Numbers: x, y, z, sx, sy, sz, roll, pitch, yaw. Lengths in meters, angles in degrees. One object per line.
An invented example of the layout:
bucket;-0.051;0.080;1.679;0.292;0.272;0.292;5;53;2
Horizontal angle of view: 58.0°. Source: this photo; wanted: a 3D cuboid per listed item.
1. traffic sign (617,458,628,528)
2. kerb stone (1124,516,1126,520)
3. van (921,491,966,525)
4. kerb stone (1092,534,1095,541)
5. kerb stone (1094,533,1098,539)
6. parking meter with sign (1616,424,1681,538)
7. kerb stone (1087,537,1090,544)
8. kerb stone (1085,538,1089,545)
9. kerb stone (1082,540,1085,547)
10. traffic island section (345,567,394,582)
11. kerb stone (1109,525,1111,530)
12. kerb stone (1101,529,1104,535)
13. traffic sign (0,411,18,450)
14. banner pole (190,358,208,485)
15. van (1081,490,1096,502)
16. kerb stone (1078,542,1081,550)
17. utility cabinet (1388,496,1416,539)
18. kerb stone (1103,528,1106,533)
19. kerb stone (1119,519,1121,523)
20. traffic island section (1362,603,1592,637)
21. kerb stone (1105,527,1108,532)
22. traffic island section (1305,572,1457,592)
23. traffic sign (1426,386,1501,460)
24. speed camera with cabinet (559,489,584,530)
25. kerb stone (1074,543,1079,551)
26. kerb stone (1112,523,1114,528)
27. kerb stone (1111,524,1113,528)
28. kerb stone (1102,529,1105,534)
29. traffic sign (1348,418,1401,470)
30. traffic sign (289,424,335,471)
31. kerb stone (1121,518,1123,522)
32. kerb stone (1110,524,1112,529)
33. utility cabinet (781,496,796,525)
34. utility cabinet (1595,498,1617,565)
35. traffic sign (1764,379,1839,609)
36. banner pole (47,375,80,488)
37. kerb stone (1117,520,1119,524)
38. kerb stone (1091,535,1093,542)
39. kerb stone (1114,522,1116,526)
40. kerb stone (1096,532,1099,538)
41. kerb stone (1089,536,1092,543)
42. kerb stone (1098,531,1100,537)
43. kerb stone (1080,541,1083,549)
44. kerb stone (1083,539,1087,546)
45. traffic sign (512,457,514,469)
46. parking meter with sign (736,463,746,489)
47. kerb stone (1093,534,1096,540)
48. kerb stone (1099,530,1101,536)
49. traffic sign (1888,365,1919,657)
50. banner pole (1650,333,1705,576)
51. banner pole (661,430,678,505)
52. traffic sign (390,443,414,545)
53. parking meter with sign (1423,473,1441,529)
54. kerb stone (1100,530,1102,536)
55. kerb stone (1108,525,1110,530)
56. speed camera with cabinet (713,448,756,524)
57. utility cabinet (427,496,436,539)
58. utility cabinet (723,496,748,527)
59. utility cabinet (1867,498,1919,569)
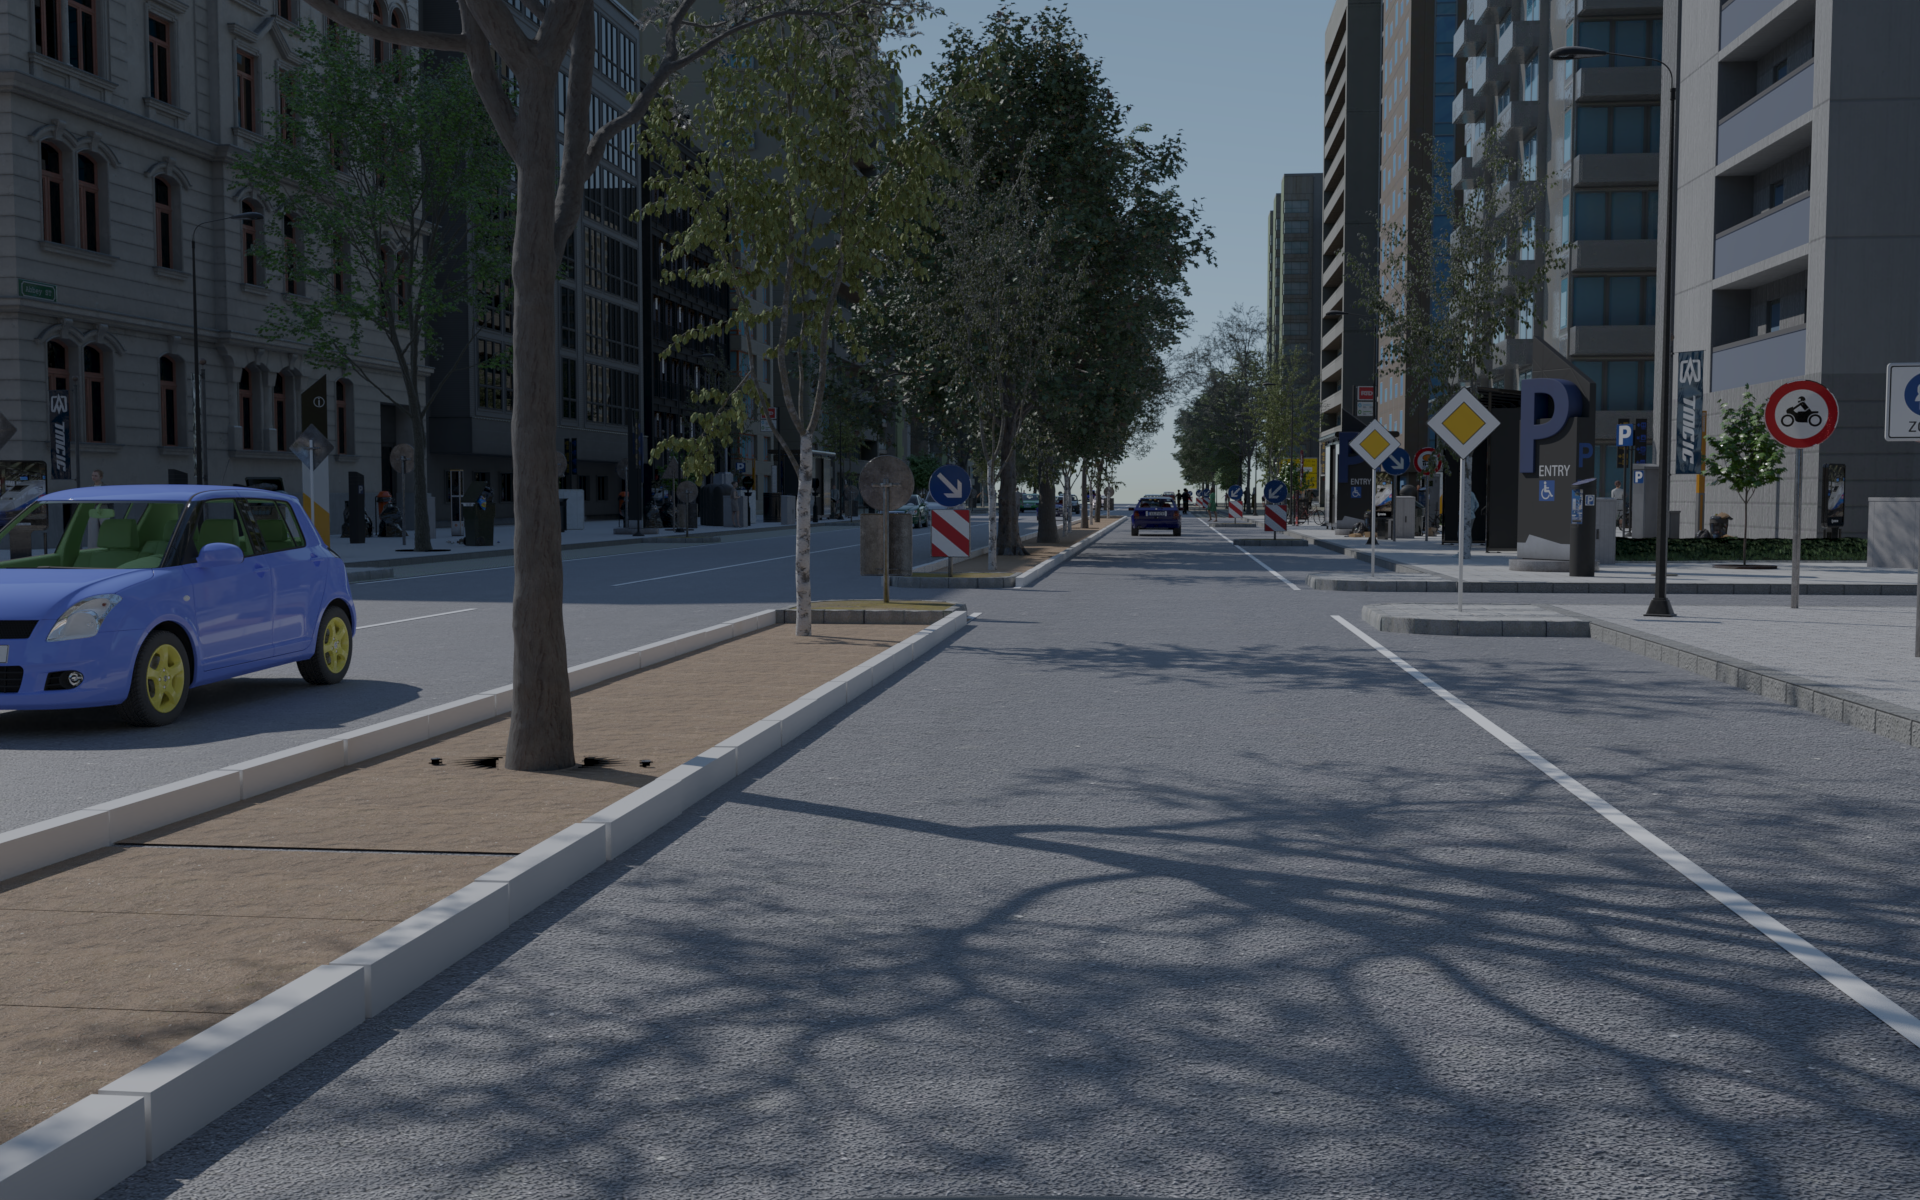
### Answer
traffic sign;-11.731;-3.720;60.931;0.768;2.556;0.104;1;4;13
kerb stone;8.544;-4.225;91.298;0.120;0.150;1.000;0;4;7
van;-0.763;-4.489;80.402;2.013;2.044;4.112;1;4;8
kerb stone;3.859;-1.792;51.571;0.120;0.150;1.000;0;4;7
kerb stone;4.099;-1.919;53.601;0.120;0.150;1.000;0;4;7
parking meter with sign;17.341;-2.892;43.552;1.738;3.016;0.543;-2;4;-24
kerb stone;3.493;-1.610;48.521;0.120;0.150;1.000;0;4;7
kerb stone;3.374;-1.545;47.497;0.120;0.150;1.000;0;4;7
kerb stone;3.135;-1.423;45.460;0.120;0.150;1.000;0;4;7
traffic island section;-10.788;-0.402;28.846;2.009;0.180;2.903;0;4;7
kerb stone;5.669;-2.731;66.850;0.120;0.150;1.000;0;4;7
kerb stone;4.703;-2.232;58.690;0.120;0.150;1.000;0;4;7
traffic sign;-11.700;-1.141;20.846;0.795;2.593;0.064;0;4;7
banner pole;-13.925;-2.554;31.778;0.401;3.779;0.863;0;4;-5
van;18.217;-14.654;243.975;2.240;2.365;5.245;0;4;6
kerb stone;2.893;-1.299;43.426;0.120;0.150;1.000;0;4;7
utility cabinet;12.677;-2.386;50.175;1.020;1.237;0.306;-1;4;-20
kerb stone;4.939;-2.356;60.731;0.120;0.150;1.000;0;4;7
kerb stone;7.344;-3.604;81.125;0.120;0.150;1.000;0;4;7
traffic island section;5.498;0.208;18.885;2.009;0.180;2.903;0;4;7
kerb stone;5.184;-2.480;62.772;0.120;0.150;1.000;0;4;7
traffic island section;6.434;-0.277;26.815;2.009;0.180;2.903;0;4;7
traffic sign;5.473;-1.016;18.805;0.795;2.593;0.064;0;4;7
speed camera with cabinet;-14.488;-4.123;61.748;2.038;3.252;0.660;-1;4;-22
kerb stone;2.774;-1.236;42.410;0.120;0.150;1.000;0;4;7
kerb stone;6.143;-2.980;70.917;0.120;0.150;1.000;0;4;7
kerb stone;5.901;-2.855;68.882;0.120;0.150;1.000;0;4;7
kerb stone;4.832;-2.294;59.704;0.120;0.150;1.000;0;4;7
traffic sign;6.410;-1.501;26.735;0.795;2.593;0.064;0;4;7
traffic sign;-10.763;-1.626;28.776;0.795;2.593;0.064;0;4;7
kerb stone;7.710;-3.789;84.176;0.120;0.150;1.000;0;4;7
kerb stone;5.787;-2.793;67.866;0.120;0.150;1.000;0;4;7
utility cabinet;-7.202;-3.764;72.706;0.306;1.237;1.020;1;4;15
utility cabinet;11.443;-1.256;31.692;1.020;1.237;0.306;1;4;10
traffic sign;9.367;-1.177;19.357;0.768;2.556;0.104;1;4;14
banner pole;-18.893;-2.854;36.677;0.863;3.779;0.401;1;4;9
kerb stone;6.983;-3.417;78.055;0.120;0.150;1.000;0;4;7
kerb stone;3.741;-1.734;50.555;0.120;0.150;1.000;0;4;7
kerb stone;6.380;-3.098;72.949;0.120;0.150;1.000;0;4;7
kerb stone;4.218;-1.983;54.619;0.120;0.150;1.000;0;4;7
kerb stone;3.617;-1.672;49.537;0.120;0.150;1.000;0;4;7
kerb stone;4.340;-2.043;55.634;0.120;0.150;1.000;0;4;7
kerb stone;3.016;-1.361;44.440;0.120;0.150;1.000;0;4;7
kerb stone;3.254;-1.485;46.475;0.120;0.150;1.000;0;4;7
traffic sign;-12.265;-2.972;48.696;0.768;2.556;0.104;1;4;15
parking meter with sign;-11.961;-6.136;96.580;0.543;3.016;1.738;1;4;11
kerb stone;3.981;-1.855;52.586;0.120;0.150;1.000;0;4;7
kerb stone;4.459;-2.107;56.649;0.120;0.150;1.000;0;4;7
traffic sign;7.539;-0.698;13.546;0.606;2.300;0.079;1;4;12
banner pole;11.156;-2.253;26.849;0.401;3.779;0.863;-2;4;-29
banner pole;-11.454;-4.771;68.029;0.863;3.779;0.401;-3;4;-38
traffic sign;-13.956;-2.649;43.411;0.768;2.556;0.104;1;4;14
parking meter with sign;17.521;-4.178;64.565;1.738;3.016;0.543;1;4;11
kerb stone;4.582;-2.167;57.674;0.120;0.150;1.000;0;4;7
kerb stone;5.548;-2.667;65.824;0.120;0.150;1.000;0;4;7
speed camera with cabinet;-9.687;-4.900;74.454;0.660;3.252;2.038;3;4;37
utility cabinet;-15.358;-2.389;50.214;0.306;1.237;1.020;-1;4;-18
utility cabinet;-8.677;-3.413;66.967;1.020;1.237;0.306;2;4;34
utility cabinet;16.313;-1.156;30.070;0.306;1.237;1.020;-2;4;-25
